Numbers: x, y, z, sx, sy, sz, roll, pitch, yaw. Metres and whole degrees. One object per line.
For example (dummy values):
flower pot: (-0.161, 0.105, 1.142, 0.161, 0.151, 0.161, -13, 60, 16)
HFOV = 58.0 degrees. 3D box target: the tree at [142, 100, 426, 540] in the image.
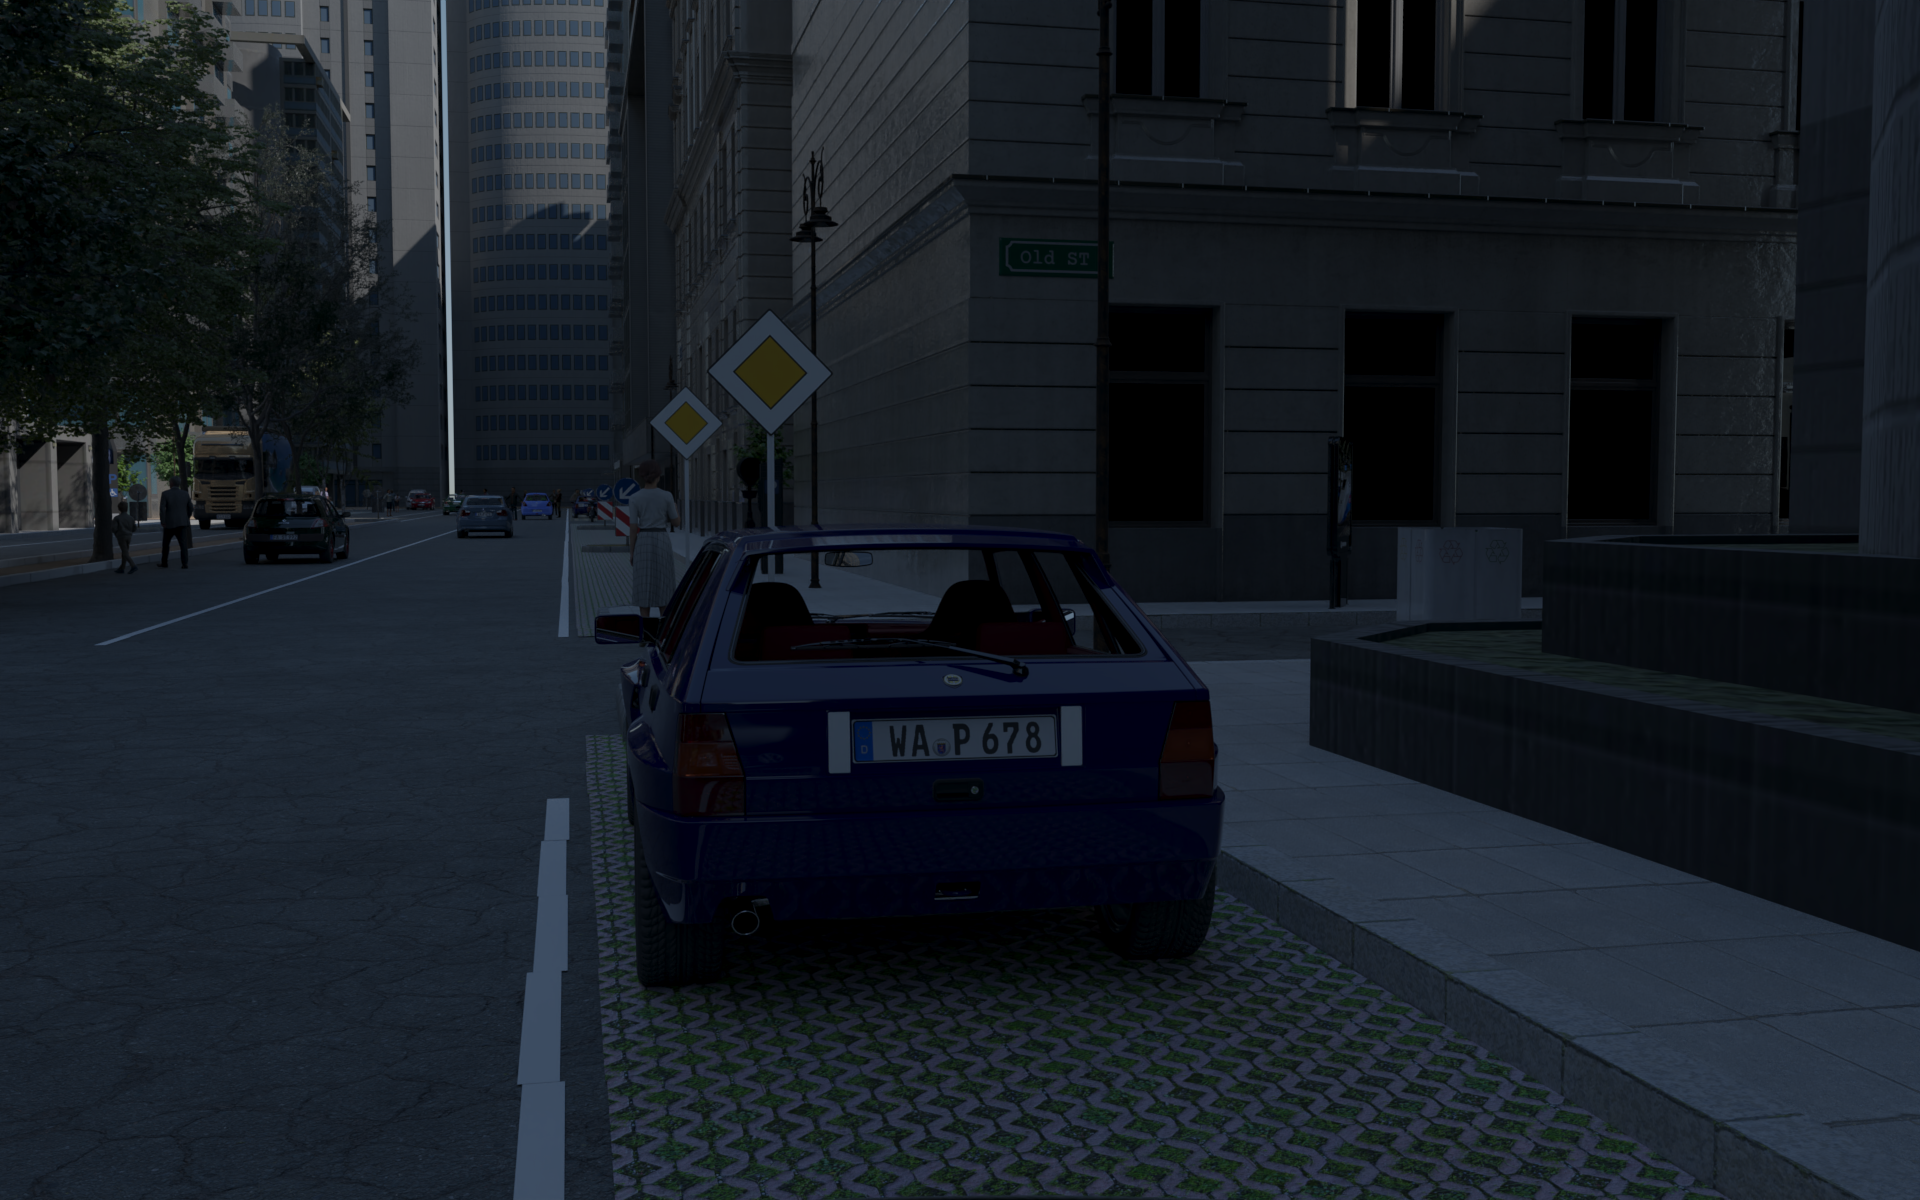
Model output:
tree: (-21.924, -8.625, 53.840, 12.009, 13.543, 11.850, 0, 3, 0)

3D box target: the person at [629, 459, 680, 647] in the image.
person: (-2.874, -0.442, 16.303, 0.480, 1.755, 0.524, -1, 4, -14)

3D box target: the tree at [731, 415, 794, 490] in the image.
tree: (-4.097, -2.608, 37.245, 1.663, 3.219, 1.824, 0, 3, 0)

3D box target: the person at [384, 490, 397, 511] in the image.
person: (-47.272, -8.294, 144.187, 1.350, 1.814, 0.705, -1, 4, -22)

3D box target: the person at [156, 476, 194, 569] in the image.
person: (-15.162, -1.498, 33.387, 0.834, 1.777, 0.661, 3, 4, 37)

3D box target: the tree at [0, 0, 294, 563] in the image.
tree: (-17.983, -7.056, 35.958, 7.486, 12.596, 7.792, 0, 3, 0)

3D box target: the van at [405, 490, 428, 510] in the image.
van: (-49.895, -9.310, 159.232, 2.013, 2.044, 4.112, -1, 4, -11)

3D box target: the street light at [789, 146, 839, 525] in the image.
street light: (-1.982, -3.102, 23.502, 0.468, 5.910, 1.993, -1, 4, -13)

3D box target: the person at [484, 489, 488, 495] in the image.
person: (-34.741, -7.229, 126.651, 0.705, 1.831, 1.348, -2, 4, -23)

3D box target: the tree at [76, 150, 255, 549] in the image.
tree: (-19.725, -6.559, 44.116, 8.767, 10.594, 7.601, -1, 4, -13)

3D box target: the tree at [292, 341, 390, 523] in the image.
tree: (-26.666, -7.454, 74.699, 4.737, 8.622, 4.395, 0, 3, 0)

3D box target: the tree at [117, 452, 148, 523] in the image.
tree: (-37.381, -5.051, 77.189, 1.663, 3.219, 1.824, 0, 3, 0)

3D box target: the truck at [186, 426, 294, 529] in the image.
truck: (-30.456, -5.186, 73.704, 2.839, 4.237, 11.283, -1, 4, -13)

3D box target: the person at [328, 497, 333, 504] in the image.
person: (-31.137, -4.472, 85.868, 0.590, 1.304, 0.306, -2, 4, -29)

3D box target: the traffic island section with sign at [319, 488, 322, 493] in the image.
traffic island section with sign: (-42.162, -6.467, 114.365, 1.989, 1.847, 2.006, -1, 4, -13)

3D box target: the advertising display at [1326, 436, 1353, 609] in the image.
advertising display: (4.317, -0.885, 19.683, 0.123, 1.923, 0.974, 1, 4, 22)

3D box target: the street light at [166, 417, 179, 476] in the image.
street light: (-37.409, -6.707, 82.452, 0.468, 5.910, 1.993, -1, 4, -13)

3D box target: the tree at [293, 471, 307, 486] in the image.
tree: (-45.980, -7.645, 119.603, 1.663, 3.219, 1.824, 0, 3, 0)

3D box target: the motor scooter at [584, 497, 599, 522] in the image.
motor scooter: (-18.908, -4.662, 89.004, 0.815, 1.314, 1.986, -1, 4, -12)

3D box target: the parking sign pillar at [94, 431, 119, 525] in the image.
parking sign pillar: (-35.975, -5.186, 73.262, 1.447, 3.967, 1.447, -3, 4, -36)

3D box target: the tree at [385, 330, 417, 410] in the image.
tree: (-24.223, -7.748, 63.547, 8.767, 10.594, 7.601, -1, 4, -13)

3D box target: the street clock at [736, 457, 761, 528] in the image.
street clock: (-4.123, -1.798, 33.962, 0.471, 2.002, 0.358, -2, 4, -26)

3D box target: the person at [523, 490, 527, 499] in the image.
person: (-37.056, -8.510, 148.162, 0.721, 1.766, 1.217, 1, 4, 11)

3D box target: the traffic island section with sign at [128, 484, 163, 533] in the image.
traffic island section with sign: (-31.092, -3.471, 65.377, 1.989, 1.847, 2.006, -1, 4, -13)

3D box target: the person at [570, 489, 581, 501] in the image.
person: (-30.031, -7.788, 135.840, 1.348, 1.823, 0.705, -3, 5, -45)

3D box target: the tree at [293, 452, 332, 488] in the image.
tree: (-48.628, -8.871, 128.757, 4.285, 4.588, 4.351, 0, 3, 0)

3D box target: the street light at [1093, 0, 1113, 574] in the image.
street light: (0.915, -2.339, 11.039, 0.468, 5.910, 1.993, -1, 4, -13)

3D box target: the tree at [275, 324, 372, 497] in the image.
tree: (-25.830, -7.175, 70.131, 4.360, 8.622, 3.978, 0, 3, 0)

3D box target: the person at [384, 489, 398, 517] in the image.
person: (-36.378, -6.193, 110.537, 0.721, 1.735, 1.217, 2, 4, 28)

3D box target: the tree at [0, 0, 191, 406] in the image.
tree: (-14.462, -6.138, 19.823, 9.611, 12.733, 9.660, 0, 3, 0)

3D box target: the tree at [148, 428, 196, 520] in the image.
tree: (-38.157, -6.215, 85.333, 4.285, 4.588, 4.351, 0, 3, 0)

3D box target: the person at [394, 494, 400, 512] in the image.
person: (-43.978, -7.560, 135.289, 0.799, 1.438, 0.628, 2, 4, 33)

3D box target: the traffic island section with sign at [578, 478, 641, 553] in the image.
traffic island section with sign: (-8.397, -2.105, 43.049, 1.989, 1.847, 2.006, -1, 4, -13)

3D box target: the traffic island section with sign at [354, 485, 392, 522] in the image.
traffic island section with sign: (-30.110, -4.970, 89.404, 2.006, 1.907, 1.989, -1, 4, -13)

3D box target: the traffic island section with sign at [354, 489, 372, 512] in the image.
traffic island section with sign: (-48.120, -8.075, 140.657, 1.989, 1.847, 2.006, -1, 4, -13)

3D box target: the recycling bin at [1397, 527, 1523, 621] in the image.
recycling bin: (3.707, -0.021, 12.902, 0.722, 1.027, 0.722, 0, 4, -4)

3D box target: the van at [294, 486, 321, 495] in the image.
van: (-33.179, -4.914, 87.355, 2.013, 2.044, 4.112, -1, 4, -14)

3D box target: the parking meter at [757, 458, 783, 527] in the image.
parking meter: (-3.047, -1.353, 27.838, 0.399, 1.863, 0.255, -1, 4, -10)

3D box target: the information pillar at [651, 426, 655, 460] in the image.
information pillar: (-10.315, -4.091, 58.236, 0.183, 3.616, 0.504, 0, 4, -5)

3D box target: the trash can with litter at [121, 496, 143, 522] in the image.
trash can with litter: (-38.800, -4.271, 80.895, 1.678, 1.210, 2.233, 0, 4, -8)

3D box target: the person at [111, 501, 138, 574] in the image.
person: (-15.007, -1.119, 31.073, 0.640, 1.303, 0.475, 1, 4, 21)

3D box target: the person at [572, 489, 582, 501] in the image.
person: (-30.770, -8.023, 139.684, 0.705, 1.822, 1.348, 3, 5, 39)

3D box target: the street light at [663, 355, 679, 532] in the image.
street light: (-9.633, -5.200, 57.806, 0.468, 5.910, 1.993, -1, 4, -13)

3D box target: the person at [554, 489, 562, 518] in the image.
person: (-24.429, -5.880, 105.165, 0.721, 1.766, 1.217, 0, 3, 0)
